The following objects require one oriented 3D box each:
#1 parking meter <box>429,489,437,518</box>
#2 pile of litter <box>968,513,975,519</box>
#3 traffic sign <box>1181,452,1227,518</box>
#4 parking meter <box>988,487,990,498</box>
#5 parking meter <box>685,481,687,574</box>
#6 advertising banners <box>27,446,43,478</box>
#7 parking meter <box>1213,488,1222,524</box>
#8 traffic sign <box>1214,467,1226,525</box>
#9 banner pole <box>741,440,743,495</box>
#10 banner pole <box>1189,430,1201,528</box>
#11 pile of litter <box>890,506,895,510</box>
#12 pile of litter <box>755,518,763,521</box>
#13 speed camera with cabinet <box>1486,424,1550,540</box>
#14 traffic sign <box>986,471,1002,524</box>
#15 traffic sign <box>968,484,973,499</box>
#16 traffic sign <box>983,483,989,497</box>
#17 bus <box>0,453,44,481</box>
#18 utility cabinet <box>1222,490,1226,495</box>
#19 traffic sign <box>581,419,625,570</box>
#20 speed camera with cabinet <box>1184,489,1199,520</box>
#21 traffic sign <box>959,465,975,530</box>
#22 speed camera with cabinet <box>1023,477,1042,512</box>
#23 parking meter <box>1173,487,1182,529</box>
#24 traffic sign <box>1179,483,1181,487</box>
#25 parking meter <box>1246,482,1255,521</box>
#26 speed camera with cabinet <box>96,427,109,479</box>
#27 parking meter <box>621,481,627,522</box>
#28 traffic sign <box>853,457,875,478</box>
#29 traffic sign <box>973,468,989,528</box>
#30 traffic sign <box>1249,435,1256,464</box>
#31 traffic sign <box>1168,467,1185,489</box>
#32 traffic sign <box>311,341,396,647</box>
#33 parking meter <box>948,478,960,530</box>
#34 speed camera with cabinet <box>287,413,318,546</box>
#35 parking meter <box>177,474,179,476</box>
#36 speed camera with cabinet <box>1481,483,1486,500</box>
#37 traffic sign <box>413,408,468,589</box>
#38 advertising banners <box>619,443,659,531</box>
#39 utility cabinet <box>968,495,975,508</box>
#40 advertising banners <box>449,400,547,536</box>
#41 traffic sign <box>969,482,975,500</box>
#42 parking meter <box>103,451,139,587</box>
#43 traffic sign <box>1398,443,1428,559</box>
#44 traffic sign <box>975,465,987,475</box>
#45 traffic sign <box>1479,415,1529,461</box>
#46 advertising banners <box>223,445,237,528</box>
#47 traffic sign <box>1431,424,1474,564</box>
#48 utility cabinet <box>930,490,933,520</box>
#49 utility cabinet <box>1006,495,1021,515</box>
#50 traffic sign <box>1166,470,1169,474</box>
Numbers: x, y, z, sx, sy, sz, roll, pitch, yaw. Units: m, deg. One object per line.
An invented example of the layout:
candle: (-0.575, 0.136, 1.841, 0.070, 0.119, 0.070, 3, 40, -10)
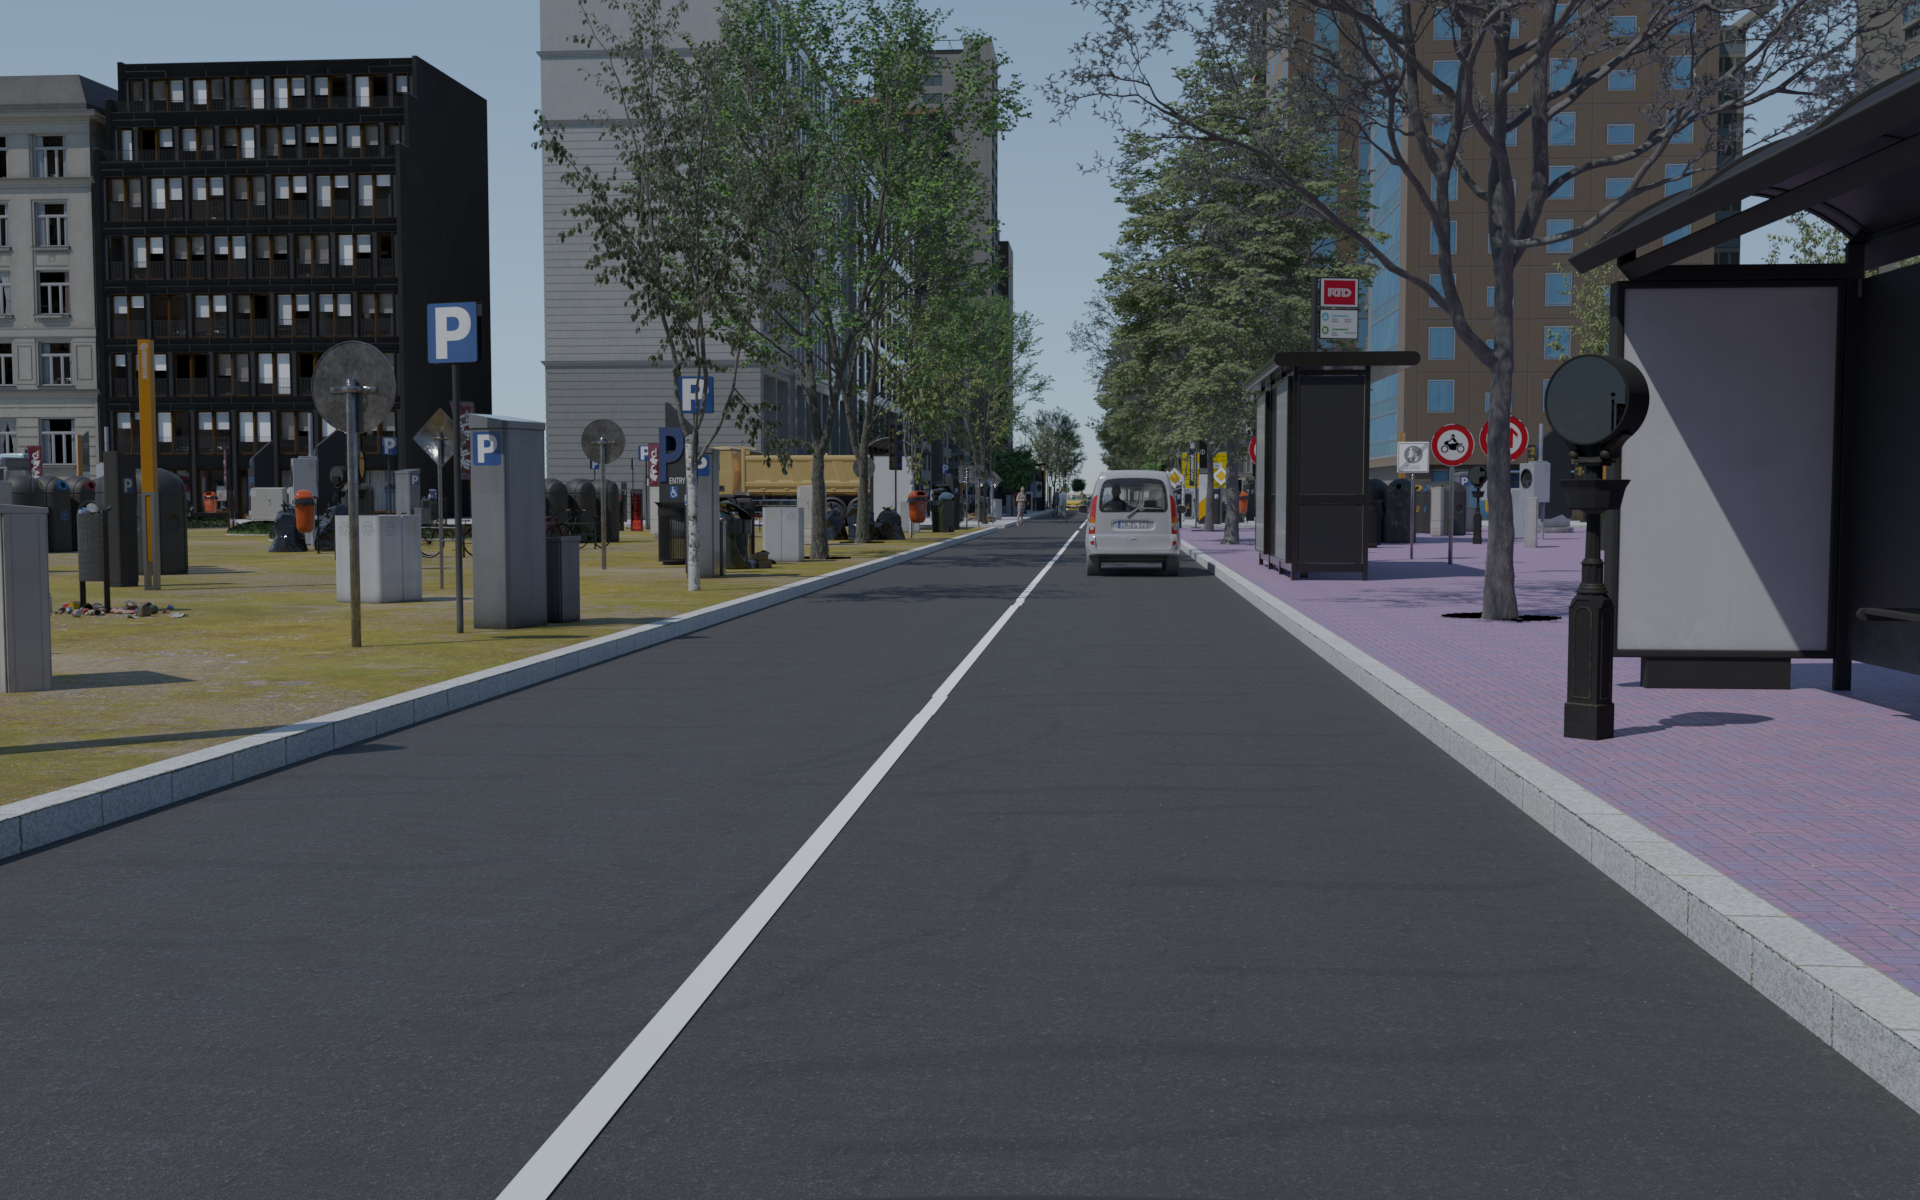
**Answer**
parking meter: (-25.726, -4.656, 84.543, 0.372, 1.533, 0.369, 0, 3, 0)
pile of litter: (0.825, -4.616, 89.439, 1.719, 0.858, 1.176, -2, 4, -27)
traffic sign: (11.817, -5.492, 83.668, 2.265, 3.308, 0.079, 1, 4, 11)
parking meter: (2.233, -7.412, 126.893, 0.255, 1.863, 0.399, 3, 5, 40)
parking meter: (-4.250, -1.196, 27.967, 0.372, 1.533, 0.369, 0, 3, 0)
advertising banners: (-32.573, -4.057, 62.513, 2.074, 3.025, 0.090, 0, 4, -3)
parking meter: (10.878, -3.960, 73.164, 0.372, 1.533, 0.369, 0, 3, 0)
traffic sign: (10.962, -4.375, 72.723, 0.795, 2.450, 0.064, 1, 4, 11)
banner pole: (-10.092, -5.516, 80.205, 0.401, 3.779, 0.863, 0, 4, -4)
banner pole: (8.873, -4.630, 65.719, 0.401, 3.779, 0.863, -1, 4, -17)
pile of litter: (-2.545, -2.825, 60.160, 1.176, 0.858, 1.719, -2, 4, -28)
pile of litter: (-9.290, -4.323, 84.650, 1.719, 0.858, 1.176, -1, 4, -18)
speed camera with cabinet: (15.953, -3.365, 49.355, 0.660, 3.252, 2.038, -1, 4, -17)
traffic sign: (1.410, -4.303, 73.992, 0.795, 2.450, 0.064, 0, 4, 5)
traffic sign: (0.842, -6.926, 113.241, 0.884, 2.594, 0.081, 1, 4, 13)
traffic sign: (1.818, -7.419, 121.413, 0.768, 2.556, 0.104, 1, 4, 14)
bus: (-44.909, -4.799, 73.320, 13.247, 3.499, 2.948, 0, 4, 6)
utility cabinet: (12.872, -4.664, 84.929, 0.318, 1.500, 1.173, 3, 5, 39)
traffic sign: (-6.053, -1.790, 29.378, 0.768, 2.556, 0.104, 0, 4, 5)
speed camera with cabinet: (11.624, -5.706, 87.637, 0.660, 3.252, 2.038, 3, 5, 40)
traffic sign: (0.242, -3.616, 61.249, 0.606, 2.300, 0.079, 1, 4, 14)
speed camera with cabinet: (4.971, -7.852, 122.721, 0.660, 3.252, 2.038, 3, 5, 40)
parking meter: (8.049, -3.419, 64.314, 0.372, 1.533, 0.369, 0, 3, 0)
traffic sign: (12.868, -6.212, 101.676, 0.768, 2.556, 0.104, 1, 4, 9)
parking meter: (13.855, -4.706, 82.653, 0.399, 1.863, 0.255, -3, 4, -36)
speed camera with cabinet: (-25.187, -3.425, 50.340, 0.660, 3.252, 2.038, 1, 4, 21)
parking meter: (-15.396, -4.507, 79.392, 0.255, 1.863, 0.399, -1, 4, -12)
traffic sign: (-3.213, -3.532, 57.861, 0.768, 2.556, 0.104, 1, 4, 10)
traffic sign: (0.727, -3.816, 66.036, 0.795, 2.450, 0.064, 0, 4, 5)
traffic sign: (6.177, -2.121, 34.785, 0.768, 2.556, 0.104, 1, 4, 9)
traffic sign: (8.093, -3.776, 65.386, 0.795, 2.450, 0.064, 0, 4, 5)
traffic sign: (-5.059, -0.877, 14.440, 0.768, 2.556, 0.104, 1, 4, 11)
parking meter: (-0.209, -3.423, 61.670, 0.255, 1.863, 0.399, 3, 5, 42)
speed camera with cabinet: (-16.374, -2.980, 43.066, 0.660, 3.252, 2.038, -2, 4, -25)
parking meter: (-23.347, -2.789, 51.316, 0.399, 1.863, 0.255, -1, 4, -16)
speed camera with cabinet: (19.650, -4.144, 62.086, 2.038, 3.252, 0.660, -2, 4, -25)
traffic sign: (-6.999, -1.355, 23.338, 0.795, 2.450, 0.064, 1, 4, 11)
advertising banners: (-11.175, -3.884, 59.688, 2.074, 3.025, 0.090, 1, 4, 23)
utility cabinet: (1.034, -7.631, 135.931, 1.020, 1.237, 0.306, -3, 5, -42)
advertising banners: (-8.835, -2.263, 33.195, 0.090, 3.025, 2.074, 3, 5, 43)
traffic sign: (0.835, -6.515, 107.707, 0.795, 2.450, 0.064, 1, 4, 8)
parking meter: (-11.601, -1.116, 23.963, 0.255, 1.863, 0.399, 1, 4, 12)
traffic sign: (8.904, -1.955, 34.094, 0.606, 2.300, 0.079, 0, 4, 7)
traffic sign: (0.798, -4.566, 74.768, 0.768, 2.556, 0.104, 1, 4, 8)
traffic sign: (8.729, -1.698, 27.874, 0.768, 2.556, 0.104, 1, 4, 9)
advertising banners: (-26.340, -4.054, 62.472, 0.090, 3.025, 2.074, -1, 4, -12)
traffic sign: (8.947, -1.922, 31.528, 0.768, 2.556, 0.104, 0, 4, 7)
utility cabinet: (-1.292, -4.613, 84.094, 0.318, 1.500, 1.173, 0, 4, -2)
utility cabinet: (3.406, -5.929, 108.097, 1.020, 1.237, 0.306, 1, 4, 14)
traffic sign: (8.776, -4.263, 73.341, 0.795, 2.450, 0.064, 0, 4, 5)
